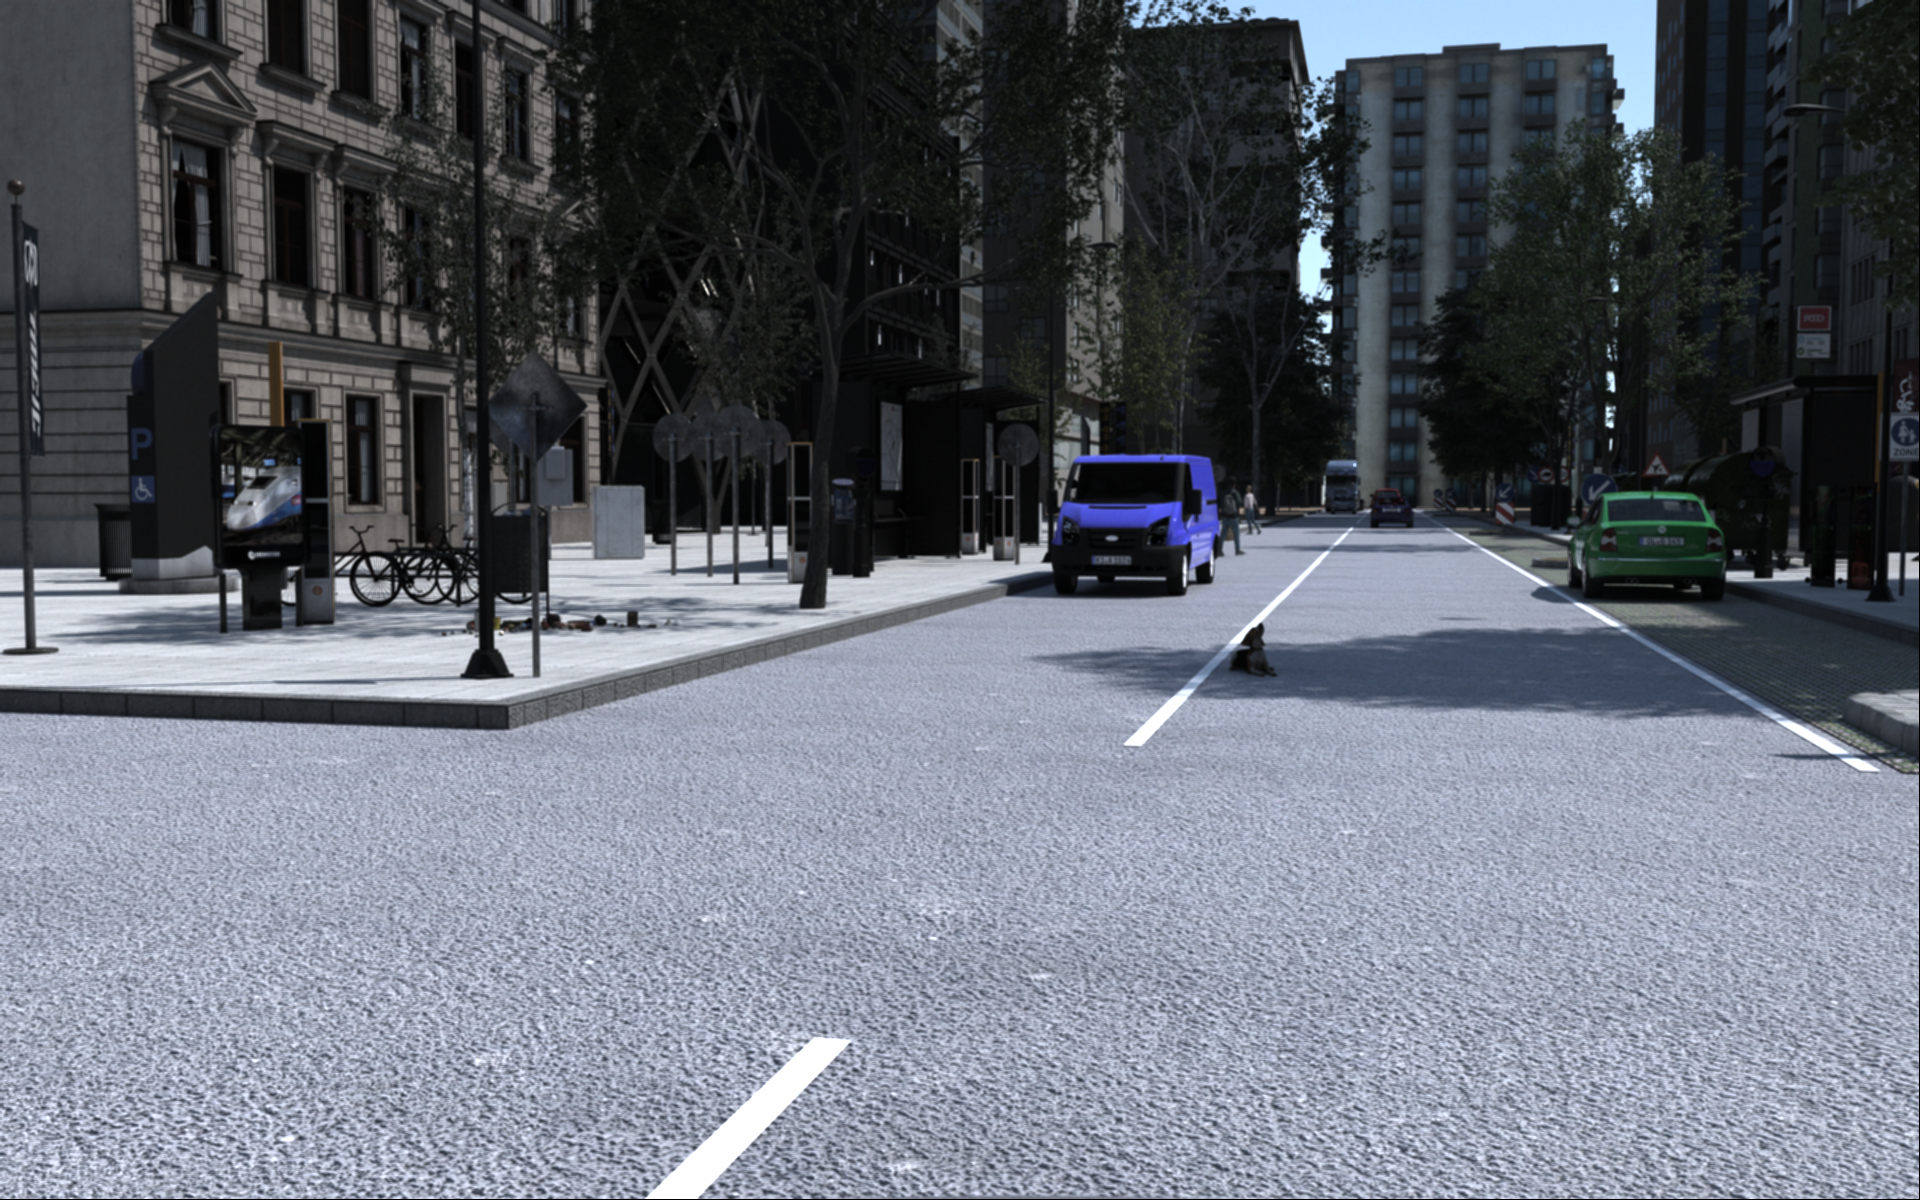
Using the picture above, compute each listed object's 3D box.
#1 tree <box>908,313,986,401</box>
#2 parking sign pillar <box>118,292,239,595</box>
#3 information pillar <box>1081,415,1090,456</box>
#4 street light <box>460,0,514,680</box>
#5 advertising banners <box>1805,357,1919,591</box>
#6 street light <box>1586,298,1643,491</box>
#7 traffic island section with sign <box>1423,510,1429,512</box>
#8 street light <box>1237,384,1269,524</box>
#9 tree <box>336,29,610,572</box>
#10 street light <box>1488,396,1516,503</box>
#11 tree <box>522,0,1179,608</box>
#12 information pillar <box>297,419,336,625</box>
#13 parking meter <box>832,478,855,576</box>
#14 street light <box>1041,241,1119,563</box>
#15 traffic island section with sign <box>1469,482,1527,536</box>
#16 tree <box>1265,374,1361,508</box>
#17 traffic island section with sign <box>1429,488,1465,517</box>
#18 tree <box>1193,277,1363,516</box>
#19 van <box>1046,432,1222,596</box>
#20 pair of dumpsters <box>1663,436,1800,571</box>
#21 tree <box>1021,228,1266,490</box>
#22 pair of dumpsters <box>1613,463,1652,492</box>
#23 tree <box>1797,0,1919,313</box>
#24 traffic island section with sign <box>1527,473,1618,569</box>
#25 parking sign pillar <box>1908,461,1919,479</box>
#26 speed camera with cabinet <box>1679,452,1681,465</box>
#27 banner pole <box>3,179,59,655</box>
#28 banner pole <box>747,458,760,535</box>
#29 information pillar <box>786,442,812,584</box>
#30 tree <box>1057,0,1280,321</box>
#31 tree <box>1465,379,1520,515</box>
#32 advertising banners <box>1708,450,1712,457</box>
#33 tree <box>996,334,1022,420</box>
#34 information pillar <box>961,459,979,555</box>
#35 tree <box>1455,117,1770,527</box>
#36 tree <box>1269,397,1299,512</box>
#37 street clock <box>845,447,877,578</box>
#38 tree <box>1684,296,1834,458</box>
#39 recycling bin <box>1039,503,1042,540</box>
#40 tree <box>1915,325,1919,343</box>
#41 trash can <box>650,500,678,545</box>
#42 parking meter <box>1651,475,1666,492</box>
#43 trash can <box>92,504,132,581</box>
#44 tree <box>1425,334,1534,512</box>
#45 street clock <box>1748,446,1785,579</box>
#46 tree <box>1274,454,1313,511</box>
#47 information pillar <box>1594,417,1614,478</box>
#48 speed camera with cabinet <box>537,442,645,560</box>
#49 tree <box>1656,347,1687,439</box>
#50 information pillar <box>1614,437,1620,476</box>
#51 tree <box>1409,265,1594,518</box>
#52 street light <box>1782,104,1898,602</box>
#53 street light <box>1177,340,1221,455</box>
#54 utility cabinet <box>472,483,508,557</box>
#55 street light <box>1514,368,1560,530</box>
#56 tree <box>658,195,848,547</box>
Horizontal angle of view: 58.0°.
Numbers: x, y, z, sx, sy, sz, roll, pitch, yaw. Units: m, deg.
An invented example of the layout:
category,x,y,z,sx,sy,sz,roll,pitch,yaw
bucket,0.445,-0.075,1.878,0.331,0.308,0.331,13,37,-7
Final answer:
category,x,y,z,sx,sy,sz,roll,pitch,yaw
tree,-0.412,-7.317,69.988,4.360,8.622,3.978,0,3,0
parking sign pillar,-10.239,-2.087,22.601,1.447,3.967,1.447,1,4,13
information pillar,3.709,-3.671,51.374,0.183,3.616,0.504,-1,4,-21
street light,-2.794,-2.403,11.837,1.470,5.913,1.316,1,4,14
advertising banners,12.057,-1.648,23.135,0.090,3.025,2.074,-1,4,-11
street light,15.497,-4.186,40.978,1.470,5.913,1.316,1,4,14
traffic island section with sign,37.337,-7.774,135.735,1.989,1.847,2.006,1,4,14
street light,12.337,-6.164,73.318,1.470,5.913,1.316,1,4,14
tree,-7.898,-4.778,28.489,4.360,8.622,3.978,0,3,0
street light,25.615,-6.682,81.791,1.470,5.913,1.316,1,4,14
tree,-1.349,-5.173,18.996,7.601,10.594,8.767,1,4,23
information pillar,-6.339,-0.770,17.076,0.304,2.012,0.304,-1,4,-16
parking meter,-1.840,-1.161,27.388,0.372,1.533,0.369,0,3,0
street light,2.225,-3.643,32.106,1.470,5.913,1.316,1,4,14
traffic island section with sign,18.677,-3.136,59.900,1.989,1.847,2.006,1,4,14
tree,31.967,-14.855,159.893,9.611,12.733,9.660,0,3,0
traffic island section with sign,30.833,-6.157,109.287,1.989,1.847,2.006,1,4,14
tree,18.326,-11.905,101.309,9.857,13.997,8.962,0,3,0
van,2.745,-1.344,26.367,2.240,2.365,5.245,1,4,15
pair of dumpsters,13.789,-1.750,31.104,1.574,2.255,4.437,1,4,14
tree,4.966,-5.920,47.154,4.737,8.622,4.395,0,3,0
pair of dumpsters,21.725,-3.244,55.526,1.574,2.255,4.437,1,4,14
tree,11.130,-5.952,15.448,7.486,12.596,7.792,0,3,0
traffic island section with sign,12.233,-1.535,33.723,1.989,1.847,2.006,1,4,14
parking sign pillar,30.901,-4.195,57.059,1.447,3.967,1.447,1,4,22
speed camera with cabinet,32.894,-5.268,80.462,2.038,3.252,0.660,-1,4,-10
banner pole,-7.561,-1.473,14.098,0.401,3.779,0.863,-1,4,-14
banner pole,-6.430,-3.916,54.041,0.401,3.779,0.863,0,4,2
information pillar,-2.295,-1.242,24.794,0.304,2.012,0.304,-1,4,-19
tree,9.187,-12.667,62.994,12.611,20.169,13.585,0,3,0
tree,31.943,-9.387,103.838,4.737,8.622,4.395,0,3,0
advertising banners,29.935,-4.495,69.680,0.090,3.025,2.074,1,4,9
tree,3.371,-7.855,78.791,4.737,8.622,4.395,0,3,0
information pillar,0.212,-1.964,36.605,0.304,2.012,0.304,1,4,18
tree,17.672,-7.412,46.943,9.928,11.665,9.643,0,3,0
tree,22.060,-10.424,120.797,4.737,8.622,4.395,0,3,0
street clock,-1.520,-1.350,26.642,0.358,2.002,0.471,3,5,41
tree,30.594,-7.040,65.474,4.737,8.622,4.395,0,3,0
recycling bin,1.876,-2.213,48.738,0.722,1.027,0.722,1,4,19
tree,29.141,-6.046,49.212,4.737,8.622,4.395,0,3,0
trash can,-7.543,-1.989,44.170,0.748,1.137,0.748,0,3,0
parking meter,20.973,-2.834,52.053,0.255,1.863,0.399,-1,4,-23
trash can,-12.444,-0.860,25.710,0.748,1.137,0.748,0,3,0
tree,37.407,-12.467,121.964,7.486,12.596,7.792,0,3,0
street clock,12.255,-1.333,26.357,0.358,2.002,0.471,-2,4,-28
tree,25.254,-9.119,132.816,4.285,4.588,4.351,0,3,0
information pillar,19.655,-3.777,53.104,0.504,3.616,0.183,-1,4,-10
speed camera with cabinet,-7.262,-2.426,34.002,2.038,3.252,0.660,-1,4,-17
tree,32.235,-7.588,74.425,4.737,8.622,4.395,0,3,0
information pillar,27.085,-4.907,71.582,0.183,3.616,0.504,0,4,-6
tree,29.278,-11.465,94.106,9.857,13.997,8.962,0,3,0
street light,10.509,-2.946,20.714,1.470,5.913,1.316,1,4,14
street light,7.147,-4.883,52.386,1.470,5.913,1.316,1,4,14
utility cabinet,-9.439,-1.593,34.723,0.318,1.500,1.173,-3,5,-39
street light,20.635,-5.442,61.511,1.470,5.913,1.316,1,4,14
tree,-4.916,-5.609,42.072,4.360,8.622,3.978,0,3,0
